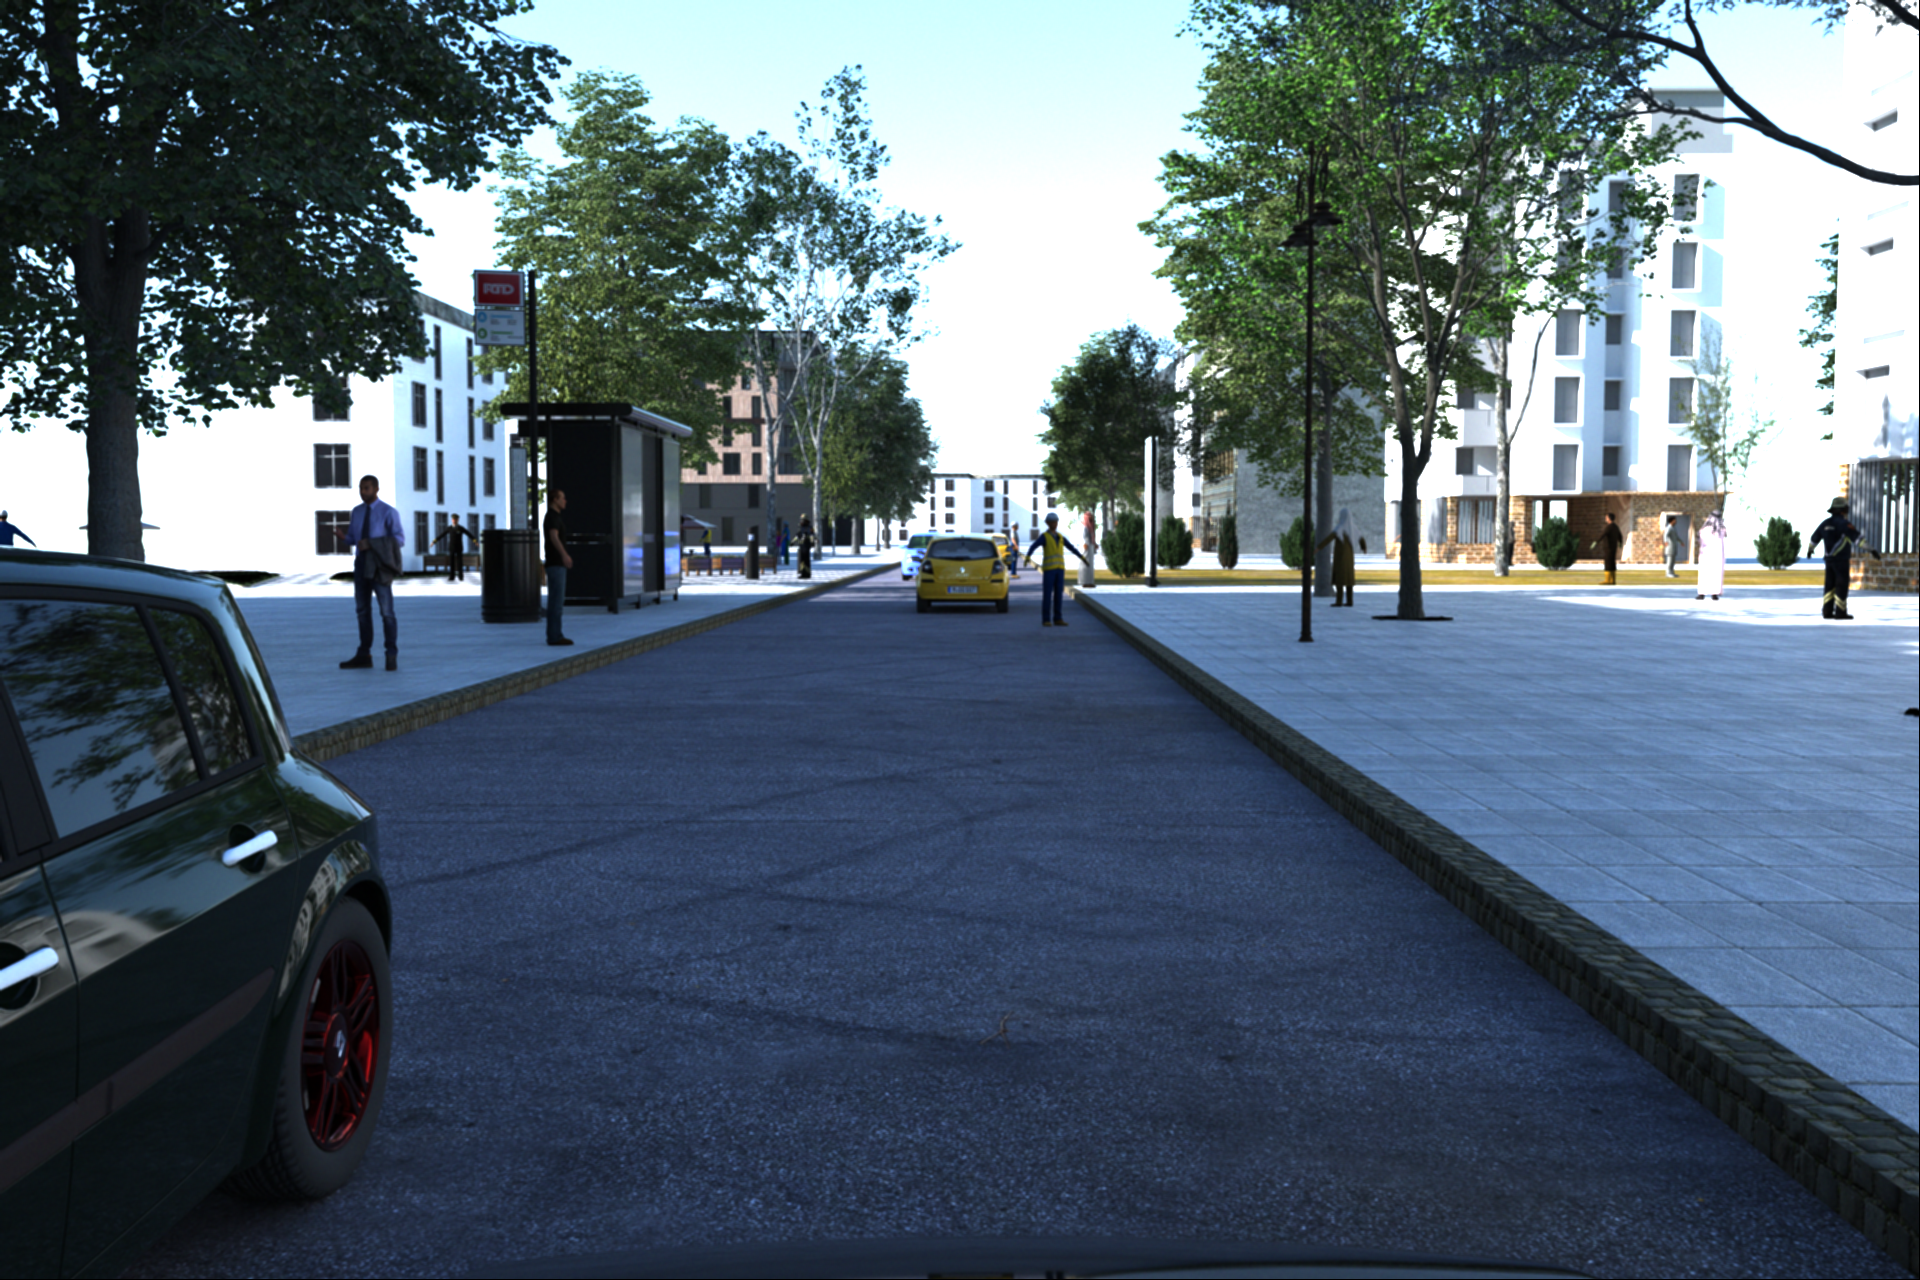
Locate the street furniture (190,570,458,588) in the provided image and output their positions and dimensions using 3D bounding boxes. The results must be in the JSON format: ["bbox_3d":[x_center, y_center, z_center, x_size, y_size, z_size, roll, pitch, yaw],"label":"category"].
[{"bbox_3d":[-29.362,-2.666,48.612,27.439,1.986,14.083,0,4,7],"label":"street furniture"}]

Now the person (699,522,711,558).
[{"bbox_3d":[-11.539,-4.453,78.778,0.705,1.833,1.349,1,4,10],"label":"person"}]

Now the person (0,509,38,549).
[{"bbox_3d":[-21.449,-2.019,38.886,1.347,1.842,0.705,-2,4,-25],"label":"person"}]

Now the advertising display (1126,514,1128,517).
[{"bbox_3d":[5.305,-3.056,55.187,0.123,1.923,0.974,0,4,1],"label":"advertising display"}]

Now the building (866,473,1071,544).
[{"bbox_3d":[1.305,-17.941,237.944,28.070,9.664,9.099,0,4,0],"label":"building"}]

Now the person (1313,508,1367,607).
[{"bbox_3d":[6.748,-1.462,30.679,1.217,1.736,0.721,-2,4,-30],"label":"person"}]

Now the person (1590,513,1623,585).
[{"bbox_3d":[16.368,-2.296,43.682,1.346,1.812,0.704,-3,4,-38],"label":"person"}]

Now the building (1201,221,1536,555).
[{"bbox_3d":[26.544,-17.420,115.738,19.493,23.208,18.063,0,4,1],"label":"building"}]

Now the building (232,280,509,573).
[{"bbox_3d":[-23.101,-7.904,71.370,9.099,9.664,28.070,0,4,0],"label":"building"}]

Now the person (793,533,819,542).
[{"bbox_3d":[-7.094,-4.473,79.316,1.347,1.806,0.705,-2,4,-35],"label":"person"}]

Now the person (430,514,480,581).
[{"bbox_3d":[-13.826,-2.541,47.473,1.347,1.837,0.705,0,4,-4],"label":"person"}]

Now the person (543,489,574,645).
[{"bbox_3d":[-4.653,-0.847,20.073,0.705,1.803,1.348,-1,4,-16],"label":"person"}]

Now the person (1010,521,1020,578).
[{"bbox_3d":[1.818,-2.963,56.762,0.705,1.847,1.347,0,4,1],"label":"person"}]

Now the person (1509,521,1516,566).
[{"bbox_3d":[21.939,-3.836,68.848,0.705,1.813,1.348,1,4,15],"label":"person"}]

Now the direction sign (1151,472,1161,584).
[{"bbox_3d":[4.953,-3.194,44.222,0.379,3.537,0.876,0,4,-1],"label":"direction sign"}]

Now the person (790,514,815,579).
[{"bbox_3d":[-4.479,-2.695,49.837,0.705,1.856,1.354,-2,4,-34],"label":"person"}]

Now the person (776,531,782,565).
[{"bbox_3d":[-7.654,-3.864,72.446,0.991,1.433,0.599,3,5,43],"label":"person"}]

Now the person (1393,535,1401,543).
[{"bbox_3d":[17.331,-3.708,67.421,1.217,1.733,0.721,-2,4,-30],"label":"person"}]

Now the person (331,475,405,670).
[{"bbox_3d":[-5.605,-0.636,16.304,0.709,1.838,0.599,1,4,17],"label":"person"}]

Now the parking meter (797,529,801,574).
[{"bbox_3d":[-5.085,-2.919,56.140,0.372,1.533,0.369,0,3,0],"label":"parking meter"}]

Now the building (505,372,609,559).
[{"bbox_3d":[-24.869,-9.894,103.919,9.099,9.664,28.070,0,4,1],"label":"building"}]

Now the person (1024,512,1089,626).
[{"bbox_3d":[1.492,-1.105,26.983,1.216,1.772,0.721,-2,4,-32],"label":"person"}]

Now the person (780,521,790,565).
[{"bbox_3d":[-7.186,-3.979,71.186,0.704,1.817,1.347,0,4,4],"label":"person"}]

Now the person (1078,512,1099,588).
[{"bbox_3d":[3.065,-2.145,41.223,0.704,1.811,1.347,1,4,17],"label":"person"}]

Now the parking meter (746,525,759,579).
[{"bbox_3d":[-5.913,-2.503,49.330,0.372,1.533,0.369,0,3,0],"label":"parking meter"}]

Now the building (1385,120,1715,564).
[{"bbox_3d":[26.506,-14.020,85.649,16.016,20.090,11.380,0,4,1],"label":"building"}]

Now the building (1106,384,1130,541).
[{"bbox_3d":[26.864,-21.114,211.666,16.747,18.905,31.486,0,4,1],"label":"building"}]

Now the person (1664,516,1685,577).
[{"bbox_3d":[21.249,-2.781,51.653,0.705,1.806,1.347,3,5,43],"label":"person"}]

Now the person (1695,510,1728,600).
[{"bbox_3d":[14.609,-1.645,33.606,0.551,1.740,0.621,0,4,-1],"label":"person"}]

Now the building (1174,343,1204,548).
[{"bbox_3d":[26.476,-19.264,171.380,16.016,20.090,11.380,0,4,1],"label":"building"}]

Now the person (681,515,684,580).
[{"bbox_3d":[-7.818,-2.554,47.908,0.704,1.843,1.345,0,4,-6],"label":"person"}]

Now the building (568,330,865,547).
[{"bbox_3d":[-25.245,-21.162,189.967,27.936,21.610,32.646,0,3,0],"label":"building"}]

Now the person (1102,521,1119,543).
[{"bbox_3d":[5.696,-3.440,62.516,1.348,1.796,0.705,3,5,44],"label":"person"}]

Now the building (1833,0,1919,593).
[{"bbox_3d":[25.676,-11.131,38.417,16.016,20.090,11.380,0,4,1],"label":"building"}]

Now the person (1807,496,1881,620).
[{"bbox_3d":[13.221,-1.235,26.054,0.704,1.845,1.351,-1,4,-18],"label":"person"}]

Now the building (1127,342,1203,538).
[{"bbox_3d":[28.117,-21.749,186.525,19.493,23.208,18.063,0,4,1],"label":"building"}]

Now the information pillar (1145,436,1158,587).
[{"bbox_3d":[4.686,-3.128,42.456,0.184,3.620,1.656,0,4,2],"label":"information pillar"}]
